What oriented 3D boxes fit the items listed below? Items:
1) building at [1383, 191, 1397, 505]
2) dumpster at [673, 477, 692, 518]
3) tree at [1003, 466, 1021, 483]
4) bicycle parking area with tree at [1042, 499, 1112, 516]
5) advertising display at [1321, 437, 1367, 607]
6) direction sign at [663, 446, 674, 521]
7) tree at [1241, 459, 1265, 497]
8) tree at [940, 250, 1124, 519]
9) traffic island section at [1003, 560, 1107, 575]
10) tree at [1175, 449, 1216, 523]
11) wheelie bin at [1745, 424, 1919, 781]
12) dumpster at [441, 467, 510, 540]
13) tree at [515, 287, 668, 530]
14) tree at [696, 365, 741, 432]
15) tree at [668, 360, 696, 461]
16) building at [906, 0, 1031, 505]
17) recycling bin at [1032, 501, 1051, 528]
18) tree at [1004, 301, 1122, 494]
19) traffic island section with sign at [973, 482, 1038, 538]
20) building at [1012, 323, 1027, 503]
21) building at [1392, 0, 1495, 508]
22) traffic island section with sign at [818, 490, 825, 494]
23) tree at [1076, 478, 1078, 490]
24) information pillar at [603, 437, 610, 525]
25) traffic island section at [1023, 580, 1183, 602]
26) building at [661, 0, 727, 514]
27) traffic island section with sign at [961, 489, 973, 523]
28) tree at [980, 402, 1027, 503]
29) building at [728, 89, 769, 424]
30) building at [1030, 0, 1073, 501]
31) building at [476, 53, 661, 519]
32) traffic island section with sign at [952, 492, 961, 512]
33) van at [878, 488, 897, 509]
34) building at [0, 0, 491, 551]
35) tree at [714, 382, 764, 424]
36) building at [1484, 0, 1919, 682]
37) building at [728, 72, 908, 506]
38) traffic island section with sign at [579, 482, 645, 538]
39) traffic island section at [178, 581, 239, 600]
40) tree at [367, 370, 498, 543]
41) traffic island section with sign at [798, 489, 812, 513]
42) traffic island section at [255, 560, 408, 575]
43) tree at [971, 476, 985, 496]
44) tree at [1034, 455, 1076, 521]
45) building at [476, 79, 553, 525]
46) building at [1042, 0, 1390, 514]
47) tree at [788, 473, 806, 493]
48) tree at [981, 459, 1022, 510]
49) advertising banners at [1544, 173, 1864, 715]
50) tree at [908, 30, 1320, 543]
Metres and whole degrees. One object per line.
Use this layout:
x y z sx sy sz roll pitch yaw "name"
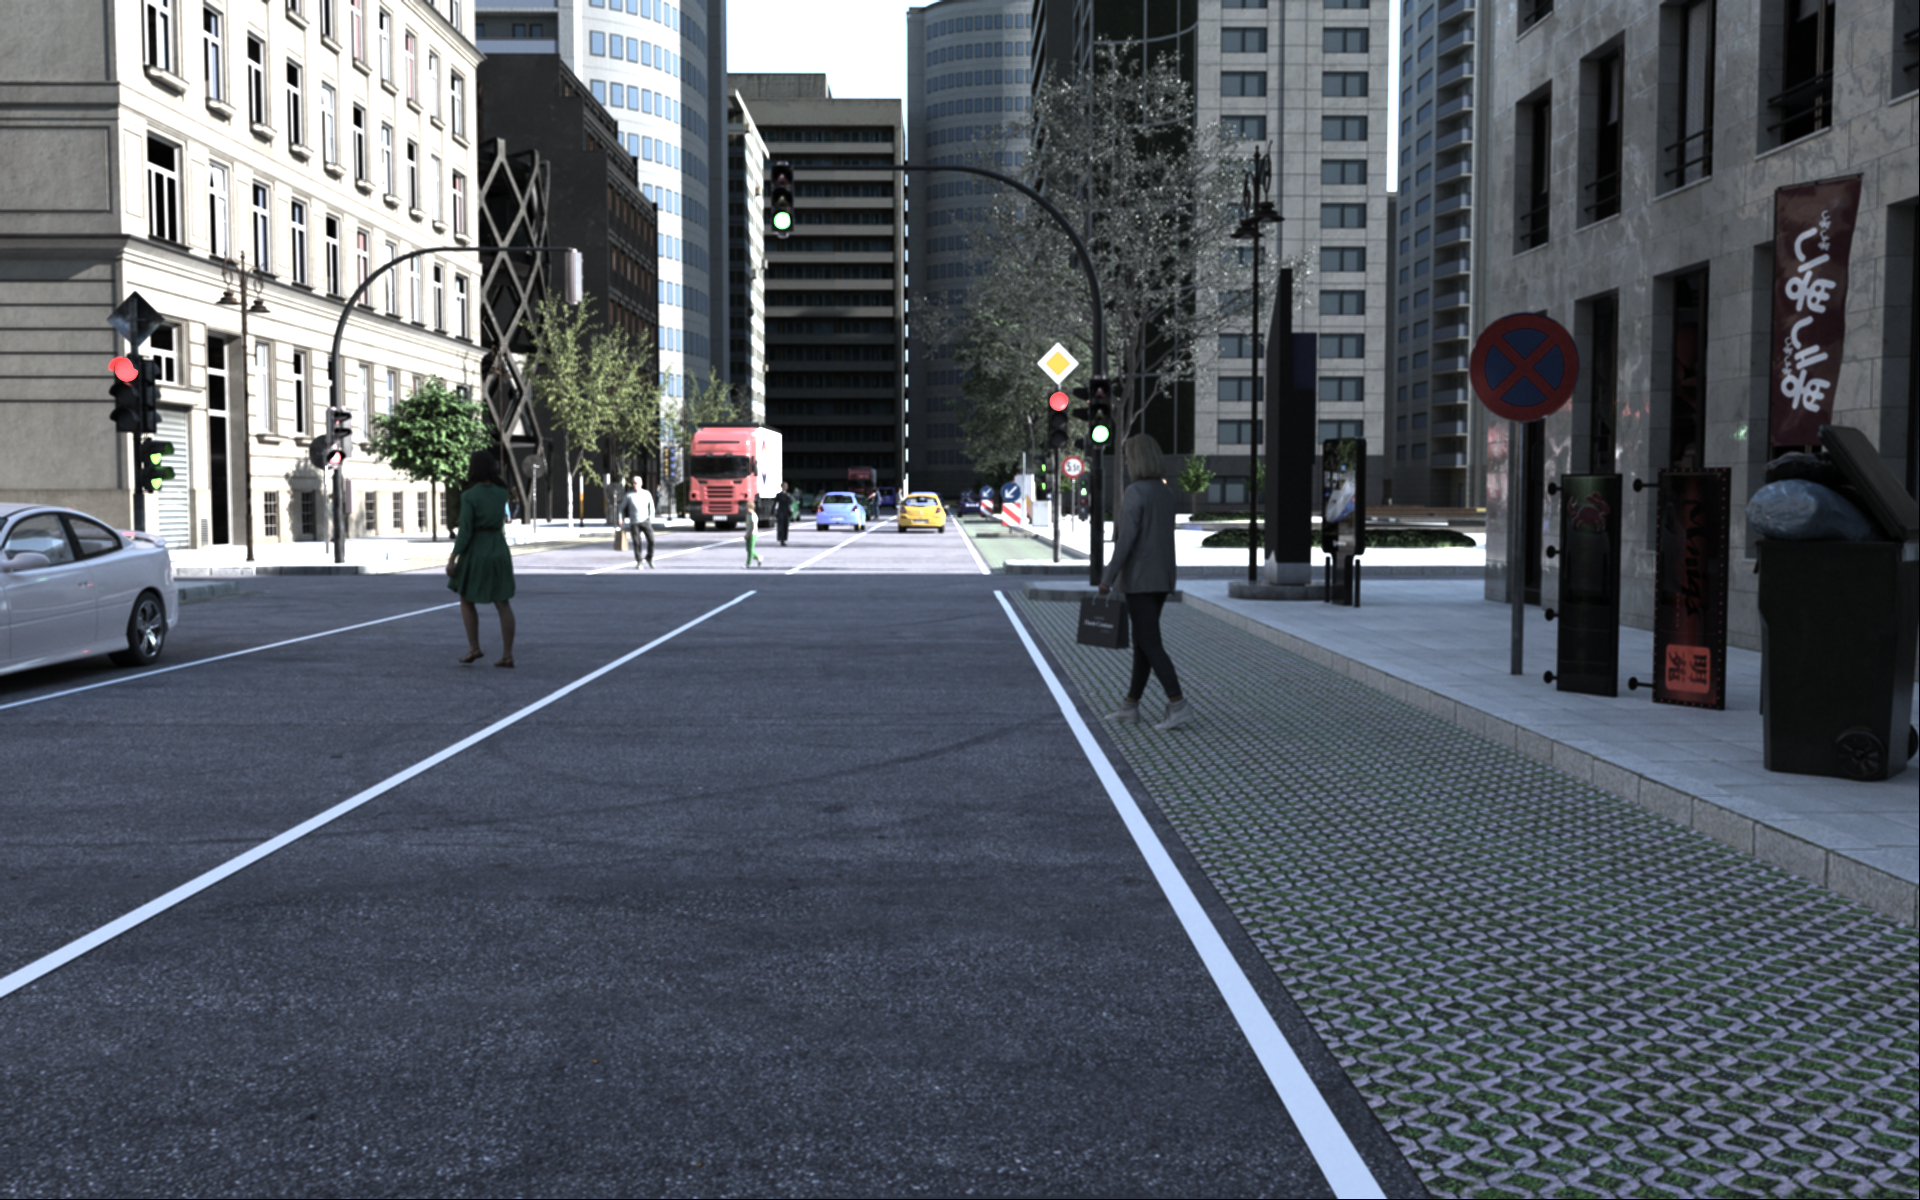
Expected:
57.952 -31.691 210.024 23.993 40.220 32.217 0 4 -1 "building"
-14.333 -5.459 91.748 1.502 2.255 1.985 0 4 -1 "dumpster"
3.813 -7.705 120.570 1.663 3.219 1.824 0 3 0 "tree"
8.470 -7.136 103.679 9.016 4.147 8.231 1 4 19 "bicycle parking area with tree"
4.427 -0.905 20.009 0.123 1.923 0.974 -1 4 -11 "advertising display"
-13.815 -5.522 82.275 0.379 3.537 0.876 2 4 23 "direction sign"
14.702 -5.613 86.377 1.663 3.219 1.824 0 3 0 "tree"
3.872 -11.262 90.785 9.857 13.997 8.962 0 3 0 "tree"
1.831 -0.610 32.250 2.009 0.180 2.903 0 4 -1 "traffic island section"
9.999 -4.893 74.599 1.663 3.219 1.824 0 3 0 "tree"
4.051 -0.006 8.014 0.693 1.594 0.980 3 5 40 "wheelie bin"
-13.818 -2.867 49.377 1.502 2.255 1.985 0 4 -1 "dumpster"
-13.850 -6.846 62.296 4.737 8.622 4.395 0 3 0 "tree"
-14.624 -9.036 98.104 4.737 8.622 4.395 0 3 0 "tree"
-14.420 -7.625 75.034 4.737 8.622 4.395 0 3 0 "tree"
7.875 -40.448 203.329 28.212 58.520 21.231 0 4 -1 "building"
3.130 -3.317 66.781 0.722 1.027 0.722 0 4 3 "recycling bin"
3.878 -7.096 66.389 4.360 8.622 3.978 0 3 0 "tree"
1.535 -2.949 56.847 1.989 1.847 2.006 0 4 -1 "traffic island section with sign"
19.205 -19.638 166.114 27.650 21.520 28.899 0 4 -1 "building"
59.345 -38.367 169.303 28.212 58.520 21.231 0 4 -1 "building"
-12.772 -9.311 160.854 1.989 1.847 2.006 0 4 -1 "traffic island section with sign"
4.974 -5.463 83.919 1.663 3.219 1.824 0 3 0 "tree"
-14.536 -4.887 71.256 0.183 3.616 0.504 -2 4 -31 "information pillar"
1.930 -0.121 24.266 2.009 0.180 2.903 0 4 -1 "traffic island section"
-28.285 -35.354 120.037 21.231 58.520 28.212 0 4 -1 "building"
1.189 -4.683 85.202 1.989 1.847 2.006 0 4 -1 "traffic island section with sign"
3.245 -10.791 126.787 4.737 8.622 4.395 0 3 0 "tree"
-30.733 -28.852 163.613 23.993 40.220 32.217 0 4 -1 "building"
16.886 -31.552 139.579 21.300 48.544 21.600 0 4 -1 "building"
-24.049 -16.260 95.522 12.332 23.373 15.834 0 4 -1 "building"
0.582 -7.702 134.559 1.989 1.847 2.006 0 4 -1 "traffic island section with sign"
-7.063 -9.893 166.131 2.240 2.365 5.245 0 3 0 "van"
-24.929 -13.255 50.002 16.112 22.955 30.059 0 4 -1 "building"
-14.755 -9.993 113.746 4.360 8.622 3.978 0 3 0 "tree"
11.698 -9.630 12.204 10.420 20.320 16.860 0 4 -1 "building"
-17.028 -35.445 203.231 21.600 48.544 21.300 0 4 -1 "building"
-11.499 -2.993 57.568 1.989 1.847 2.006 0 4 -1 "traffic island section with sign"
-11.411 -0.112 24.107 2.009 0.180 2.903 0 4 -1 "traffic island section"
-13.918 -3.813 46.056 4.285 4.588 4.351 0 3 0 "tree"
-12.445 -7.659 133.847 1.989 1.847 2.006 0 4 -1 "traffic island section with sign"
-11.509 -0.600 32.091 2.009 0.180 2.903 0 4 -1 "traffic island section"
2.068 -11.434 181.552 1.663 3.219 1.824 0 3 0 "tree"
4.083 -5.129 78.465 1.663 3.219 1.824 0 3 0 "tree"
-26.283 -12.603 73.506 16.820 18.784 16.811 0 4 -1 "building"
16.487 -41.564 117.816 20.563 71.187 20.611 0 4 -1 "building"
-15.076 -9.999 158.087 1.663 3.219 1.824 0 3 0 "tree"
3.414 -9.608 140.806 4.285 4.588 4.351 0 3 0 "tree"
4.389 -0.870 10.407 0.090 3.025 2.074 -2 4 -30 "advertising banners"
4.241 -8.275 45.670 12.009 13.543 11.850 0 3 0 "tree"
